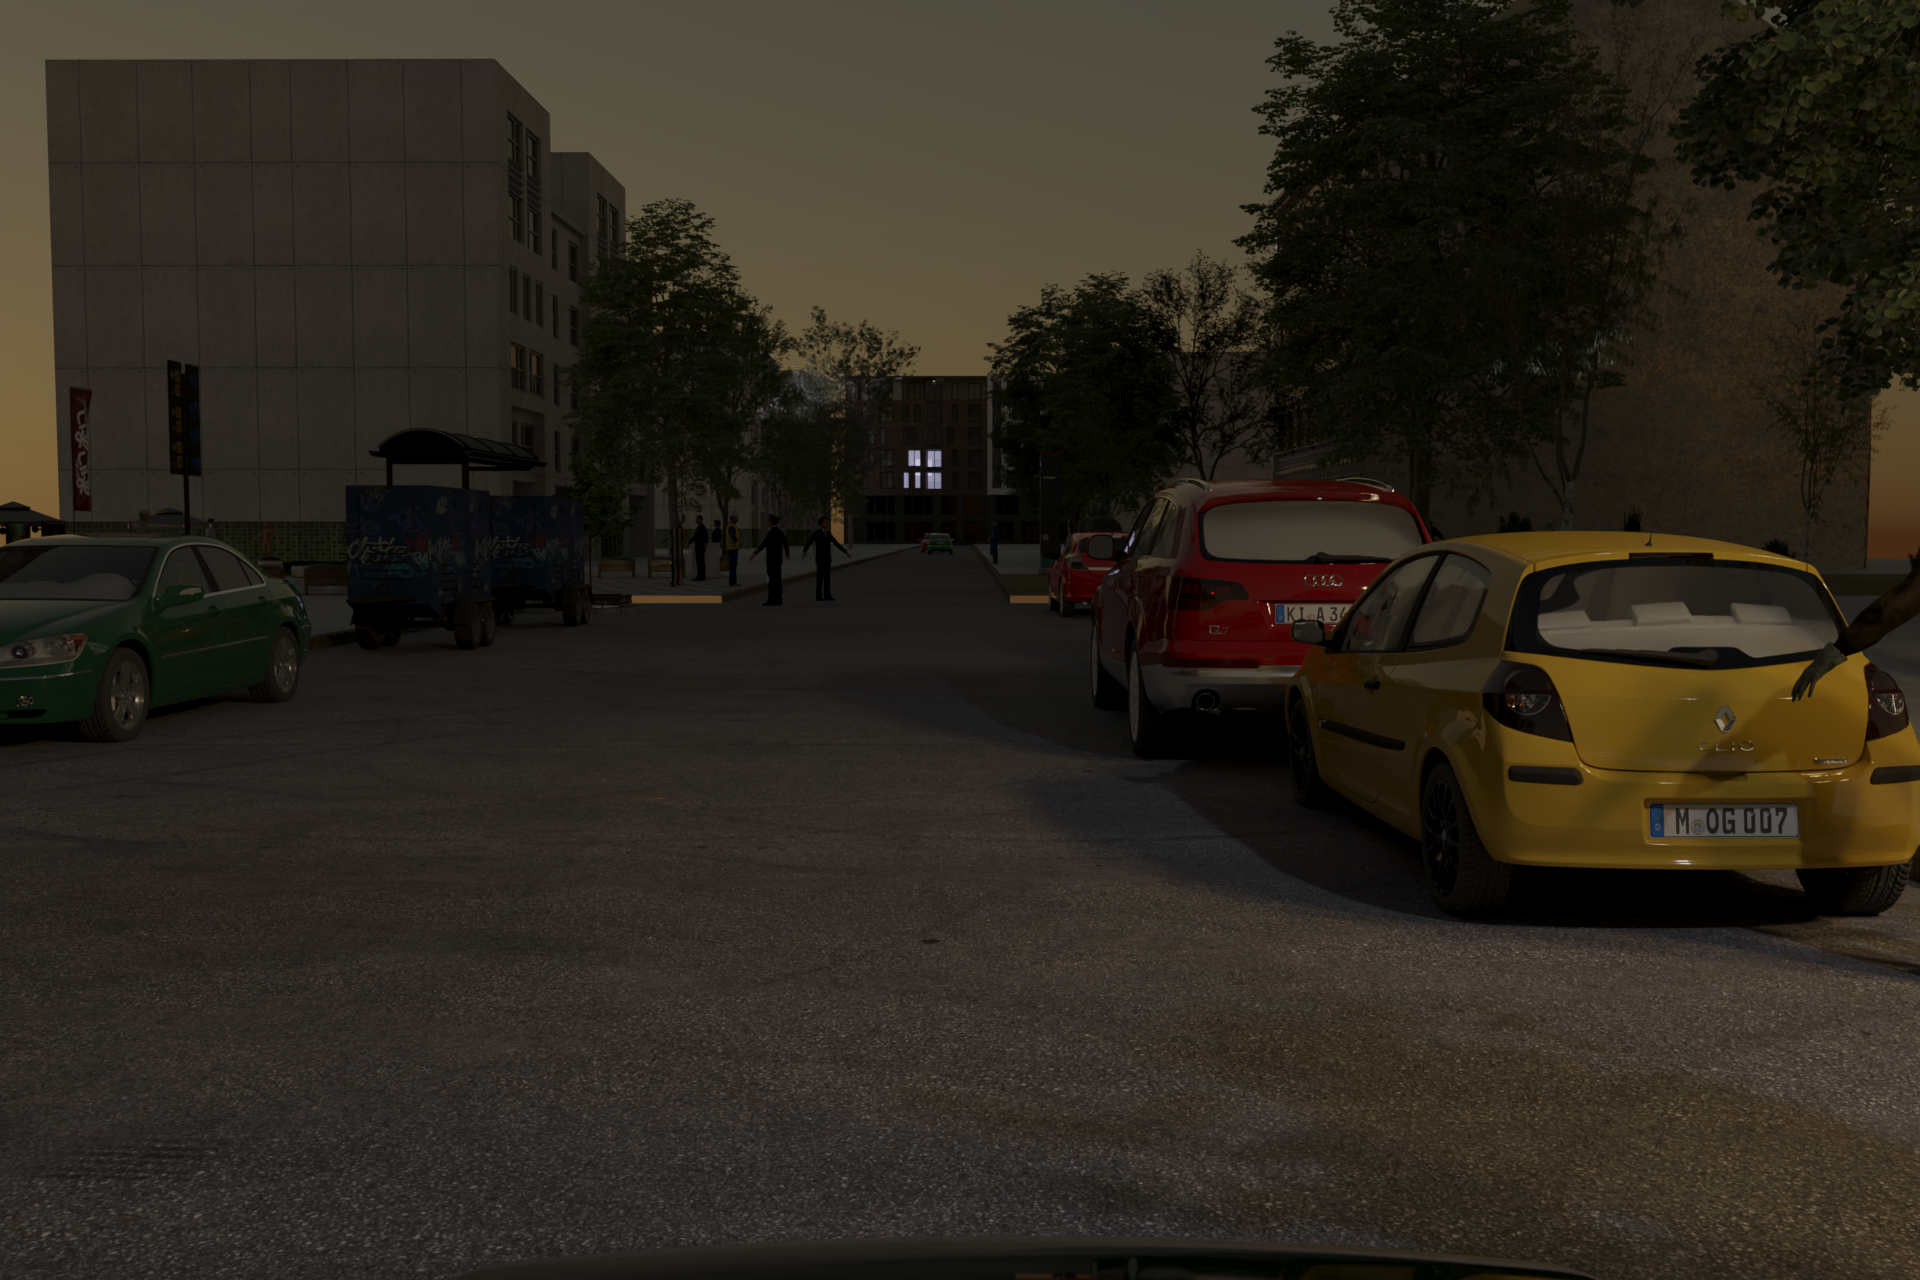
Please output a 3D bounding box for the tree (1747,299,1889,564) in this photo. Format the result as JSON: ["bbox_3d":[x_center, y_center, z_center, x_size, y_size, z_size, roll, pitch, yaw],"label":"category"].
[{"bbox_3d":[26.886,-6.416,55.267,4.360,8.622,3.978,0,3,0],"label":"tree"}]

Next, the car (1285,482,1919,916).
[{"bbox_3d":[2.633,0.140,7.941,2.015,1.641,3.980,0,4,-1],"label":"car"}]

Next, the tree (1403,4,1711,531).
[{"bbox_3d":[8.448,-4.489,23.757,4.360,8.622,3.978,0,3,0],"label":"tree"}]

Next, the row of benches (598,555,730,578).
[{"bbox_3d":[-8.535,-2.165,50.867,4.104,0.672,1.422,-1,4,-13],"label":"row of benches"}]

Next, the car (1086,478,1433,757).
[{"bbox_3d":[2.112,-0.245,12.673,2.281,1.827,5.304,0,4,0],"label":"car"}]

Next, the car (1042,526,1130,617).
[{"bbox_3d":[2.590,-1.360,31.272,2.155,1.783,4.494,0,4,-1],"label":"car"}]

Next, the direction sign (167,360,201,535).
[{"bbox_3d":[-10.274,-1.897,23.010,0.379,3.537,0.876,0,4,0],"label":"direction sign"}]

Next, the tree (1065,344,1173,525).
[{"bbox_3d":[5.715,-7.157,67.378,4.360,8.622,3.978,0,3,0],"label":"tree"}]

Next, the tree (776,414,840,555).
[{"bbox_3d":[-8.905,-9.527,106.127,4.360,8.622,3.978,0,3,0],"label":"tree"}]

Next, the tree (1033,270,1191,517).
[{"bbox_3d":[6.692,-9.606,75.193,7.486,12.596,7.792,0,3,0],"label":"tree"}]

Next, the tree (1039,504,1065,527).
[{"bbox_3d":[5.637,-10.398,120.370,4.360,8.622,3.978,0,3,0],"label":"tree"}]

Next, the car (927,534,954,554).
[{"bbox_3d":[-1.402,-6.983,122.966,1.959,1.807,4.718,0,4,-1],"label":"car"}]

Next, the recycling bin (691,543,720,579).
[{"bbox_3d":[-7.284,-2.265,49.592,0.722,1.027,0.722,0,4,2],"label":"recycling bin"}]

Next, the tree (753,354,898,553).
[{"bbox_3d":[-9.222,-12.649,117.176,12.009,13.543,11.850,0,3,0],"label":"tree"}]

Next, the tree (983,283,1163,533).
[{"bbox_3d":[5.807,-10.981,86.202,9.857,13.997,8.962,0,3,0],"label":"tree"}]

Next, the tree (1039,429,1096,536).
[{"bbox_3d":[6.263,-9.039,98.143,4.737,8.622,4.395,0,3,0],"label":"tree"}]

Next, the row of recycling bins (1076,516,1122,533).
[{"bbox_3d":[3.188,-2.035,40.393,1.069,1.692,3.534,0,4,1],"label":"row of recycling bins"}]

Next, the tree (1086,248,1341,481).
[{"bbox_3d":[8.135,-7.429,55.875,8.767,10.594,7.601,1,4,11],"label":"tree"}]

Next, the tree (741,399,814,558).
[{"bbox_3d":[-9.457,-8.713,92.814,4.360,8.622,3.978,0,3,0],"label":"tree"}]

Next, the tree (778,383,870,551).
[{"bbox_3d":[-10.159,-12.874,128.622,7.486,12.596,7.792,0,3,0],"label":"tree"}]

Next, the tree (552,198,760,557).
[{"bbox_3d":[-10.173,-8.625,59.149,7.486,12.596,7.792,0,3,0],"label":"tree"}]

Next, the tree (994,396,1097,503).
[{"bbox_3d":[5.554,-10.569,107.219,7.601,10.594,8.767,0,4,-5],"label":"tree"}]

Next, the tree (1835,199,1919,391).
[{"bbox_3d":[28.071,-8.183,44.169,12.009,13.543,11.850,0,3,0],"label":"tree"}]

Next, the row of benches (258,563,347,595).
[{"bbox_3d":[-13.394,-1.324,37.104,4.104,0.672,1.422,-1,4,-21],"label":"row of benches"}]

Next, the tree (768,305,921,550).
[{"bbox_3d":[-9.597,-17.585,143.396,12.611,20.169,13.585,0,3,0],"label":"tree"}]

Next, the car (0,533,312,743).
[{"bbox_3d":[-6.643,-0.098,13.400,2.131,1.459,4.920,0,3,0],"label":"car"}]

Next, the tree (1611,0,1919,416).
[{"bbox_3d":[8.329,-6.441,11.968,9.857,13.997,8.962,0,3,0],"label":"tree"}]

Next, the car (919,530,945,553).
[{"bbox_3d":[-2.089,-7.668,134.415,2.155,1.783,4.494,0,4,0],"label":"car"}]

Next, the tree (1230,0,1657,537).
[{"bbox_3d":[8.669,-6.950,31.758,7.486,12.596,7.792,0,3,0],"label":"tree"}]

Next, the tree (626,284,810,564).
[{"bbox_3d":[-10.050,-9.004,72.969,9.928,11.665,9.643,0,3,0],"label":"tree"}]

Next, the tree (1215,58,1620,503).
[{"bbox_3d":[11.934,-8.248,45.223,12.009,13.543,11.850,0,3,0],"label":"tree"}]
